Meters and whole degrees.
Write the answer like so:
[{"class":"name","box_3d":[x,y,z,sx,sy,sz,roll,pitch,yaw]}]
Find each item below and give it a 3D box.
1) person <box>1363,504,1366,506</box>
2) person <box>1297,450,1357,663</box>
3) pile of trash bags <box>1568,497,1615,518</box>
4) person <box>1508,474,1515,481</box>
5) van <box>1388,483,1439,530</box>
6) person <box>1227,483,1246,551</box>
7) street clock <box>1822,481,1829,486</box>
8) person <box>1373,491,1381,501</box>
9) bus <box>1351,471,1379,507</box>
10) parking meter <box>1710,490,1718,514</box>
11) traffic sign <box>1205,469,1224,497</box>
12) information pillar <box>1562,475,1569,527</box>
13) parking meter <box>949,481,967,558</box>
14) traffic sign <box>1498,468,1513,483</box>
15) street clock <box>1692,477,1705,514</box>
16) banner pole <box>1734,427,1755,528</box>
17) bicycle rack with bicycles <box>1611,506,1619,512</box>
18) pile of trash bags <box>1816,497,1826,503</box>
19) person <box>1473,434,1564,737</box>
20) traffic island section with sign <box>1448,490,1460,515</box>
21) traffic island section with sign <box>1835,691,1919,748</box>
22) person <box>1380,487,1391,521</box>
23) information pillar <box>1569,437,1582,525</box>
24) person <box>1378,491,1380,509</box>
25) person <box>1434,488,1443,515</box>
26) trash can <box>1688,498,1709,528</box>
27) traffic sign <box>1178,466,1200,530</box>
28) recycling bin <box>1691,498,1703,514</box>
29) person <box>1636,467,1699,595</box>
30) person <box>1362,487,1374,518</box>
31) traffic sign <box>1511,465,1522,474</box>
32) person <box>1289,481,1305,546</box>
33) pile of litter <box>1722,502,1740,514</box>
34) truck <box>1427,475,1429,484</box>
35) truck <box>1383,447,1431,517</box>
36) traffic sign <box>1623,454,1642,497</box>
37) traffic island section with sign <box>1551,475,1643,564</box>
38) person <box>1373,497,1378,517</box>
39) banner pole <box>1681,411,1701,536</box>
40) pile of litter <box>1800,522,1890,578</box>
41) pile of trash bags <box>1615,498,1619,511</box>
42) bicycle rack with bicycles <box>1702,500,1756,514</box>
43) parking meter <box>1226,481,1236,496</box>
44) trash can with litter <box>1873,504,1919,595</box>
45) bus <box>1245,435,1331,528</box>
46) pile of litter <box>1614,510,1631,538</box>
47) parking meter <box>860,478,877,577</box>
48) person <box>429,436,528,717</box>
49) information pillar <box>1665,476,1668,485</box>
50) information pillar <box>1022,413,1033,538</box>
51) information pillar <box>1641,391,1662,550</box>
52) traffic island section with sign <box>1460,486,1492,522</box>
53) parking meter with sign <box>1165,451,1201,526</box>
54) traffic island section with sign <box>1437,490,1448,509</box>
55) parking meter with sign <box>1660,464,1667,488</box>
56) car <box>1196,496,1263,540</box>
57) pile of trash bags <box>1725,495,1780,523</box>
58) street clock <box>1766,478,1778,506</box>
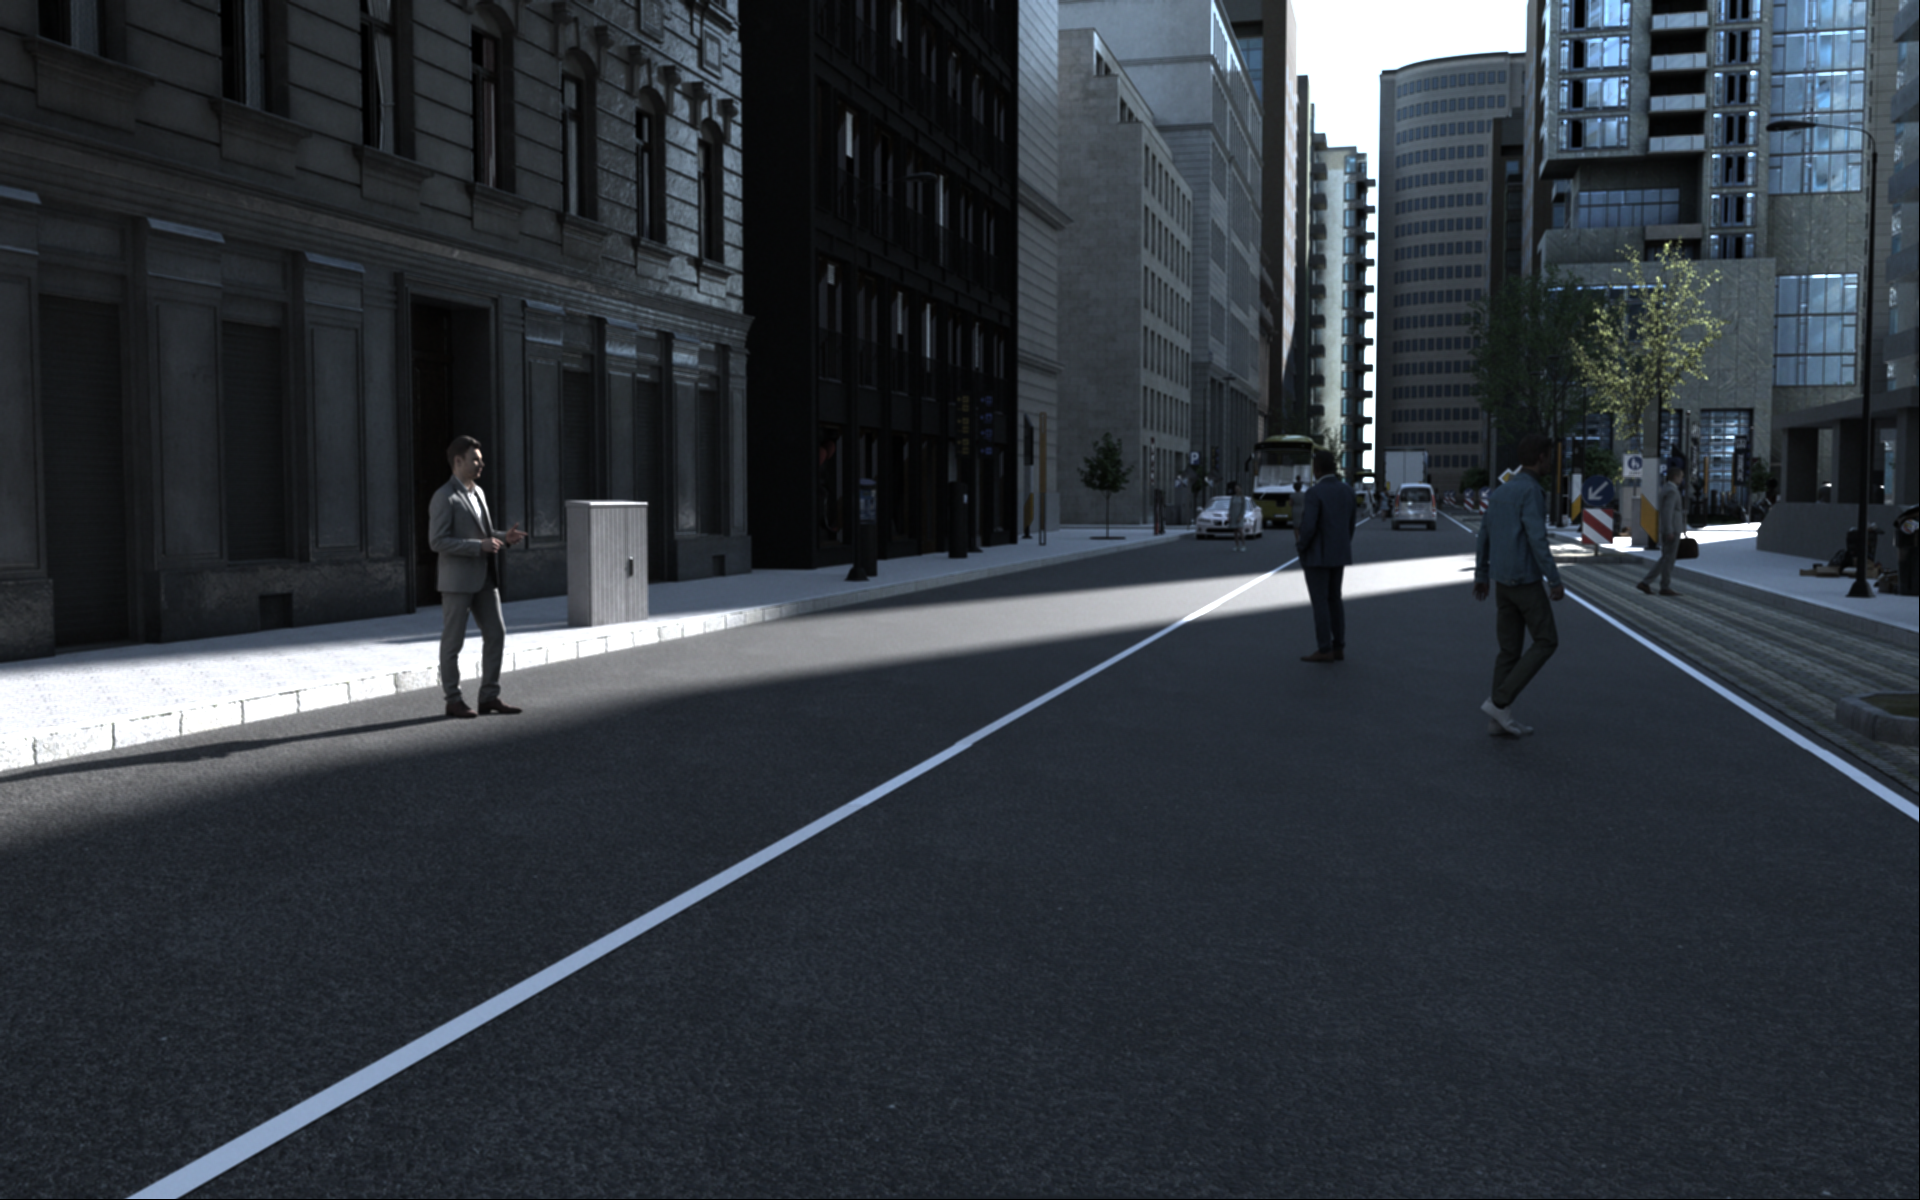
[{"class":"person","box_3d":[47.756,-11.910,204.171,0.436,1.711,0.756,-1,4,-17]},{"class":"person","box_3d":[3.142,-0.374,14.799,0.721,1.800,0.419,-3,5,-42]},{"class":"pile of trash bags","box_3d":[33.702,-5.121,93.474,1.912,1.369,3.447,0,4,5]},{"class":"person","box_3d":[11.194,-1.626,34.959,0.514,1.842,0.818,-2,4,-28]},{"class":"van","box_3d":[18.302,-3.844,69.868,2.013,2.044,4.112,1,4,13]},{"class":"person","box_3d":[7.017,-2.092,43.712,0.512,1.701,0.522,2,4,32]},{"class":"street clock","box_3d":[47.431,-5.525,94.900,0.358,2.002,0.471,1,4,10]},{"class":"person","box_3d":[38.676,-9.287,161.064,1.217,1.735,0.721,-2,4,-27]},{"class":"bus","box_3d":[44.481,-12.143,190.076,2.896,3.916,12.252,1,4,14]},{"class":"parking meter","box_3d":[45.398,-5.863,104.265,0.372,1.533,0.369,0,3,0]},{"class":"traffic sign","box_3d":[10.101,-3.997,68.995,0.795,2.450,0.064,1,4,15]},{"class":"information pillar","box_3d":[23.866,-3.916,68.515,0.304,2.012,0.304,-1,4,-9]},{"class":"parking meter","box_3d":[-0.042,-1.607,34.690,0.372,1.533,0.369,0,3,0]},{"class":"traffic sign","box_3d":[20.929,-3.824,66.159,0.795,2.450,0.064,1,4,15]},{"class":"street clock","box_3d":[34.529,-4.676,81.015,0.358,2.002,0.471,-3,5,-43]},{"class":"banner pole","box_3d":[29.603,-4.609,65.376,0.401,3.779,0.863,-3,4,-38]},{"class":"bicycle rack with bicycles","box_3d":[36.842,-4.912,93.686,2.852,0.926,2.925,0,4,-4]},{"class":"pile of trash bags","box_3d":[49.742,-5.295,96.319,1.912,1.369,3.447,-3,5,-45]},{"class":"person","box_3d":[3.272,-0.084,10.215,0.444,1.785,0.601,0,4,-6]},{"class":"traffic island section with sign","box_3d":[34.120,-6.605,116.619,1.989,1.847,2.006,1,4,15]},{"class":"traffic island section with sign","box_3d":[6.346,-0.093,10.149,1.989,1.847,2.006,1,4,15]},{"class":"person","box_3d":[22.546,-5.088,91.776,0.616,1.811,0.778,1,4,18]},{"class":"information pillar","box_3d":[25.383,-4.890,71.312,0.504,3.616,0.183,-2,4,-27]},{"class":"person","box_3d":[39.347,-9.376,162.620,0.721,1.723,1.217,0,4,-5]},{"class":"person","box_3d":[32.061,-6.608,116.517,0.794,1.824,0.713,-1,4,-23]},{"class":"trash can","box_3d":[27.678,-3.259,64.932,0.748,1.137,0.748,0,3,0]},{"class":"traffic sign","box_3d":[8.085,-3.524,61.267,0.795,2.450,0.064,1,4,15]},{"class":"recycling bin","box_3d":[44.944,-5.682,105.459,0.722,1.027,0.722,0,4,2]},{"class":"person","box_3d":[10.002,-0.963,24.365,0.853,1.813,0.709,1,4,9]},{"class":"person","box_3d":[24.065,-5.734,102.132,0.514,1.842,0.818,-3,5,-42]},{"class":"traffic sign","box_3d":[18.913,-3.351,58.432,0.795,2.450,0.064,1,4,15]},{"class":"person","box_3d":[9.406,-2.376,47.700,0.716,1.782,0.532,0,4,4]},{"class":"pile of litter","box_3d":[40.362,-4.678,90.452,1.719,0.858,1.176,-3,5,-44]},{"class":"truck","box_3d":[34.191,-8.379,132.927,3.469,3.379,9.791,1,4,16]},{"class":"truck","box_3d":[28.183,-7.361,109.266,2.839,4.237,11.283,1,4,16]},{"class":"traffic sign","box_3d":[16.998,-2.539,43.648,0.606,2.300,0.079,1,4,19]},{"class":"traffic island section with sign","box_3d":[13.153,-1.690,36.261,1.989,1.847,2.006,1,4,15]},{"class":"person","box_3d":[25.828,-5.774,107.594,0.332,1.250,0.352,-1,4,-13]},{"class":"banner pole","box_3d":[22.223,-3.830,52.629,0.863,3.779,0.401,-2,4,-33]},{"class":"pile of litter","box_3d":[13.764,-0.780,26.724,1.176,0.858,1.719,0,4,-6]},{"class":"pile of trash bags","box_3d":[36.607,-5.428,98.493,1.912,1.369,3.447,1,4,22]},{"class":"bicycle rack with bicycles","box_3d":[42.757,-5.111,96.943,2.925,0.926,2.852,0,4,1]},{"class":"parking meter","box_3d":[12.224,-4.423,78.030,0.399,1.863,0.255,3,5,42]},{"class":"trash can with litter","box_3d":[12.055,-0.656,22.109,0.624,1.170,1.055,0,4,-3]},{"class":"bus","box_3d":[14.572,-5.141,75.606,2.896,3.916,12.252,1,4,16]},{"class":"pile of litter","box_3d":[19.804,-2.312,51.761,1.719,0.858,1.176,-3,5,-42]},{"class":"parking meter","box_3d":[-1.480,-1.137,27.005,0.372,1.533,0.369,0,3,0]},{"class":"person","box_3d":[-3.097,-0.149,11.142,0.583,1.804,0.606,1,4,11]},{"class":"information pillar","box_3d":[28.455,-3.979,69.547,0.304,2.012,0.304,2,4,28]},{"class":"information pillar","box_3d":[1.973,-3.587,49.995,0.183,3.616,0.504,-1,4,-23]},{"class":"information pillar","box_3d":[15.888,-2.963,39.802,0.183,3.616,0.504,-1,4,-23]},{"class":"traffic island section with sign","box_3d":[27.181,-4.979,90.032,1.989,1.847,2.006,1,4,15]},{"class":"parking meter with sign","box_3d":[9.039,-4.537,70.433,1.738,3.016,0.543,-3,5,-44]},{"class":"traffic island section with sign","box_3d":[46.666,-9.546,164.697,1.989,1.847,2.006,1,4,15]},{"class":"parking meter with sign","box_3d":[41.447,-6.452,101.746,0.543,3.016,1.738,2,4,31]},{"class":"car","box_3d":[8.769,-2.679,56.160,2.083,1.381,4.827,1,4,14]},{"class":"pile of trash bags","box_3d":[35.815,-4.133,77.324,1.912,1.369,3.447,-3,5,-40]},{"class":"street clock","box_3d":[37.209,-4.579,79.438,0.471,2.002,0.358,-1,4,-9]}]
